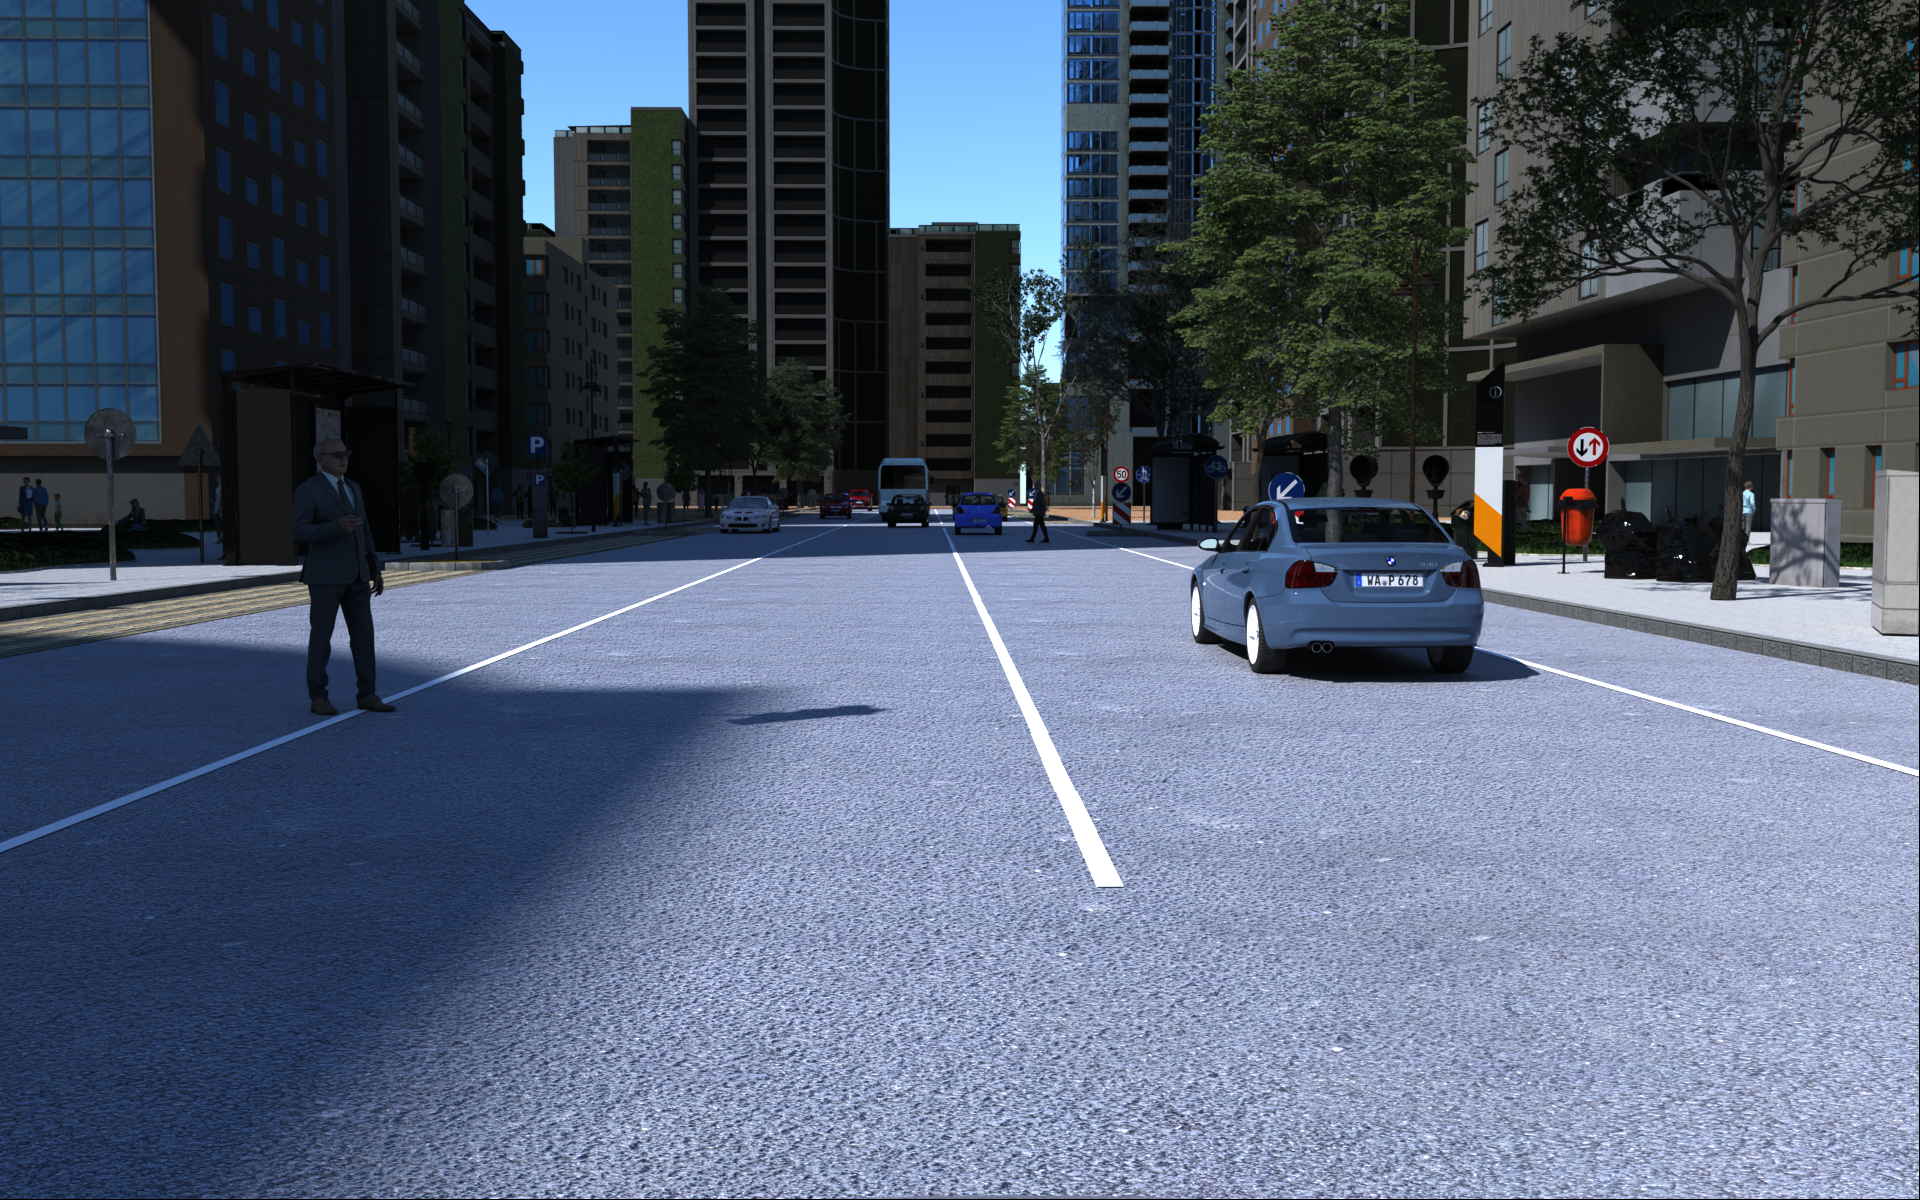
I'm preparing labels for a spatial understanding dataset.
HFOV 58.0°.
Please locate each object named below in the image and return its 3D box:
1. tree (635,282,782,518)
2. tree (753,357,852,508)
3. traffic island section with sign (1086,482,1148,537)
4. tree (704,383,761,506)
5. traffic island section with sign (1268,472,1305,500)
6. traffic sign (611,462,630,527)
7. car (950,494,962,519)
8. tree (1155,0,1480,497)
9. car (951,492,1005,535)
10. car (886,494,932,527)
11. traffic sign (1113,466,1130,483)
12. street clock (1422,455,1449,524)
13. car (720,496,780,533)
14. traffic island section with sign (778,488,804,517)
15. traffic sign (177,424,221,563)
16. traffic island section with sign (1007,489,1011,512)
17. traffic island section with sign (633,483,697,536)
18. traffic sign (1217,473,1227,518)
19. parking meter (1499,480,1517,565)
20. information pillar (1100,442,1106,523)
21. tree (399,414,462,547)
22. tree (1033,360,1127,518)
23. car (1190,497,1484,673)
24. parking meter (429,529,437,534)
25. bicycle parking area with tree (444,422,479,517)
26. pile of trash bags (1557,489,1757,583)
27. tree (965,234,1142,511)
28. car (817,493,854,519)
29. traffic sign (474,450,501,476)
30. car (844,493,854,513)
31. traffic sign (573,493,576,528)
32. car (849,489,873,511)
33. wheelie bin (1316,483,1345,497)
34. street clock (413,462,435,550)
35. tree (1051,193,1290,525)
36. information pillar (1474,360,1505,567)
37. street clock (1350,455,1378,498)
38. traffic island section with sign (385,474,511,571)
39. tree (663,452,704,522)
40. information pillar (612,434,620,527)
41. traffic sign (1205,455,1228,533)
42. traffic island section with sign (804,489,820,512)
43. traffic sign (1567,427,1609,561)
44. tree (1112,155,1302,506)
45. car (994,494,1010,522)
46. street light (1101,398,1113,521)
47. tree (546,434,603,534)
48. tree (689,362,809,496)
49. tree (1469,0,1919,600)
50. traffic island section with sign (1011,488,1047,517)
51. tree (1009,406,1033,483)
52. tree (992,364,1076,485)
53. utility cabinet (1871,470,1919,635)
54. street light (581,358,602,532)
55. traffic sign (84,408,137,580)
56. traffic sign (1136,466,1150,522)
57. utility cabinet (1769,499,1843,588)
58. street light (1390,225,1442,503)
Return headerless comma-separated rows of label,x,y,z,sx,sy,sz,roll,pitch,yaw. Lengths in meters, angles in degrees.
tree,-13.422,-10.682,92.781,7.486,12.596,7.792,0,3,0
tree,-14.772,-15.478,159.717,9.857,13.997,8.962,0,3,0
traffic island section with sign,5.338,-3.100,59.308,1.989,1.847,2.006,0,4,-1
tree,-14.436,-9.649,108.127,4.737,8.622,4.395,0,3,0
traffic island section with sign,5.836,-1.451,32.358,1.989,1.847,2.006,0,4,-1
traffic sign,-13.381,-4.173,68.334,0.768,2.556,0.104,0,4,6
car,0.470,-5.292,96.747,2.015,1.641,3.980,0,4,-2
tree,8.048,-7.364,38.533,7.486,12.596,7.792,0,3,0
car,0.642,-3.210,62.075,1.945,1.707,3.694,0,4,0
car,-2.244,-4.031,75.692,2.009,1.686,4.222,0,4,1
traffic sign,7.298,-4.782,78.293,0.768,2.556,0.104,0,4,8
street clock,8.817,-1.686,32.131,0.471,2.002,0.358,1,4,19
car,-7.831,-3.209,64.829,2.083,1.381,4.827,0,4,1
traffic island section with sign,-11.102,-6.156,109.271,1.989,1.847,2.006,0,4,-1
traffic sign,-14.154,-1.974,32.275,0.884,2.594,0.081,0,4,2
traffic island section with sign,3.918,-7.818,136.458,1.989,1.847,2.006,0,4,-1
traffic island section with sign,-10.188,-3.141,59.989,1.989,1.847,2.006,0,4,-1
traffic sign,9.120,-3.758,61.556,0.768,2.556,0.104,0,4,4
parking meter,9.898,-1.408,31.436,0.372,1.533,0.369,0,3,0
information pillar,6.486,-5.314,78.245,0.183,3.616,0.504,2,4,24
tree,-13.015,-2.910,42.181,1.663,3.219,1.824,0,3,0
tree,7.031,-8.732,93.132,4.360,8.622,3.978,0,3,0
car,3.164,-0.193,15.151,2.014,1.417,4.499,0,4,-2
parking meter,-16.828,-3.012,54.962,0.399,1.863,0.255,0,4,6
bicycle parking area with tree,-22.946,-5.007,68.865,8.231,4.147,9.016,0,4,-5
pile of trash bags,10.562,-1.042,26.783,1.912,1.369,3.447,-2,4,-25
tree,7.143,-16.540,126.319,12.611,20.169,13.585,0,3,0
car,-7.233,-5.617,100.877,2.155,1.783,4.494,0,4,-3
traffic sign,-14.081,-3.172,51.599,0.795,2.593,0.064,0,4,4
car,-8.930,-7.340,129.597,1.945,1.707,3.694,0,4,-3
traffic sign,-14.455,-3.961,64.861,0.768,2.556,0.104,0,4,8
car,-8.365,-8.305,144.458,2.281,1.827,5.304,0,4,-2
wheelie bin,10.108,-2.405,47.234,0.693,1.594,0.980,-2,4,-30
street clock,-12.241,-2.141,39.575,0.471,2.002,0.358,-1,4,-19
tree,8.374,-9.814,70.827,12.009,13.543,11.850,0,3,0
information pillar,9.331,-2.393,30.486,0.504,3.616,0.183,1,4,22
street clock,7.461,-1.680,32.042,0.471,2.002,0.358,3,5,44
traffic island section with sign,-9.696,-1.493,33.038,1.989,1.847,2.006,0,4,-1
tree,-13.066,-5.335,81.830,1.663,3.219,1.824,0,3,0
information pillar,-13.480,-4.680,67.877,0.183,3.616,0.504,-2,4,-30
traffic sign,8.355,-3.450,56.516,0.768,2.556,0.104,0,4,4
traffic island section with sign,-11.608,-7.822,136.514,1.989,1.847,2.006,0,4,-1
traffic sign,11.909,-2.007,32.914,0.768,2.556,0.104,0,4,8
tree,8.294,-6.937,47.837,8.767,10.594,7.601,-1,4,-19
car,1.627,-4.968,91.455,2.015,1.641,3.980,0,3,0
street light,6.922,-6.660,81.678,0.468,5.910,1.993,0,4,-1
tree,-12.767,-3.780,56.411,1.663,3.219,1.824,0,3,0
tree,-13.849,-11.154,116.780,7.601,10.594,8.767,3,5,45
tree,9.513,-5.262,20.446,7.601,10.594,8.767,3,4,37
traffic island section with sign,4.421,-6.168,109.478,1.989,1.847,2.006,0,4,-1
tree,6.127,-11.799,143.270,4.360,8.622,3.978,0,3,0
tree,6.637,-14.275,151.530,7.486,12.596,7.792,0,3,0
utility cabinet,8.711,-0.453,16.088,0.318,1.500,1.173,2,4,23
street light,-12.496,-5.266,58.889,0.468,5.910,1.993,0,4,-1
traffic sign,-12.587,-1.564,25.671,0.768,2.556,0.104,0,4,-1
traffic sign,8.350,-4.794,78.493,0.768,2.556,0.104,0,4,4
utility cabinet,11.808,-0.797,24.198,0.306,1.237,1.020,-1,4,-17
street light,7.874,-3.503,30.065,0.468,5.910,1.993,0,4,-1
